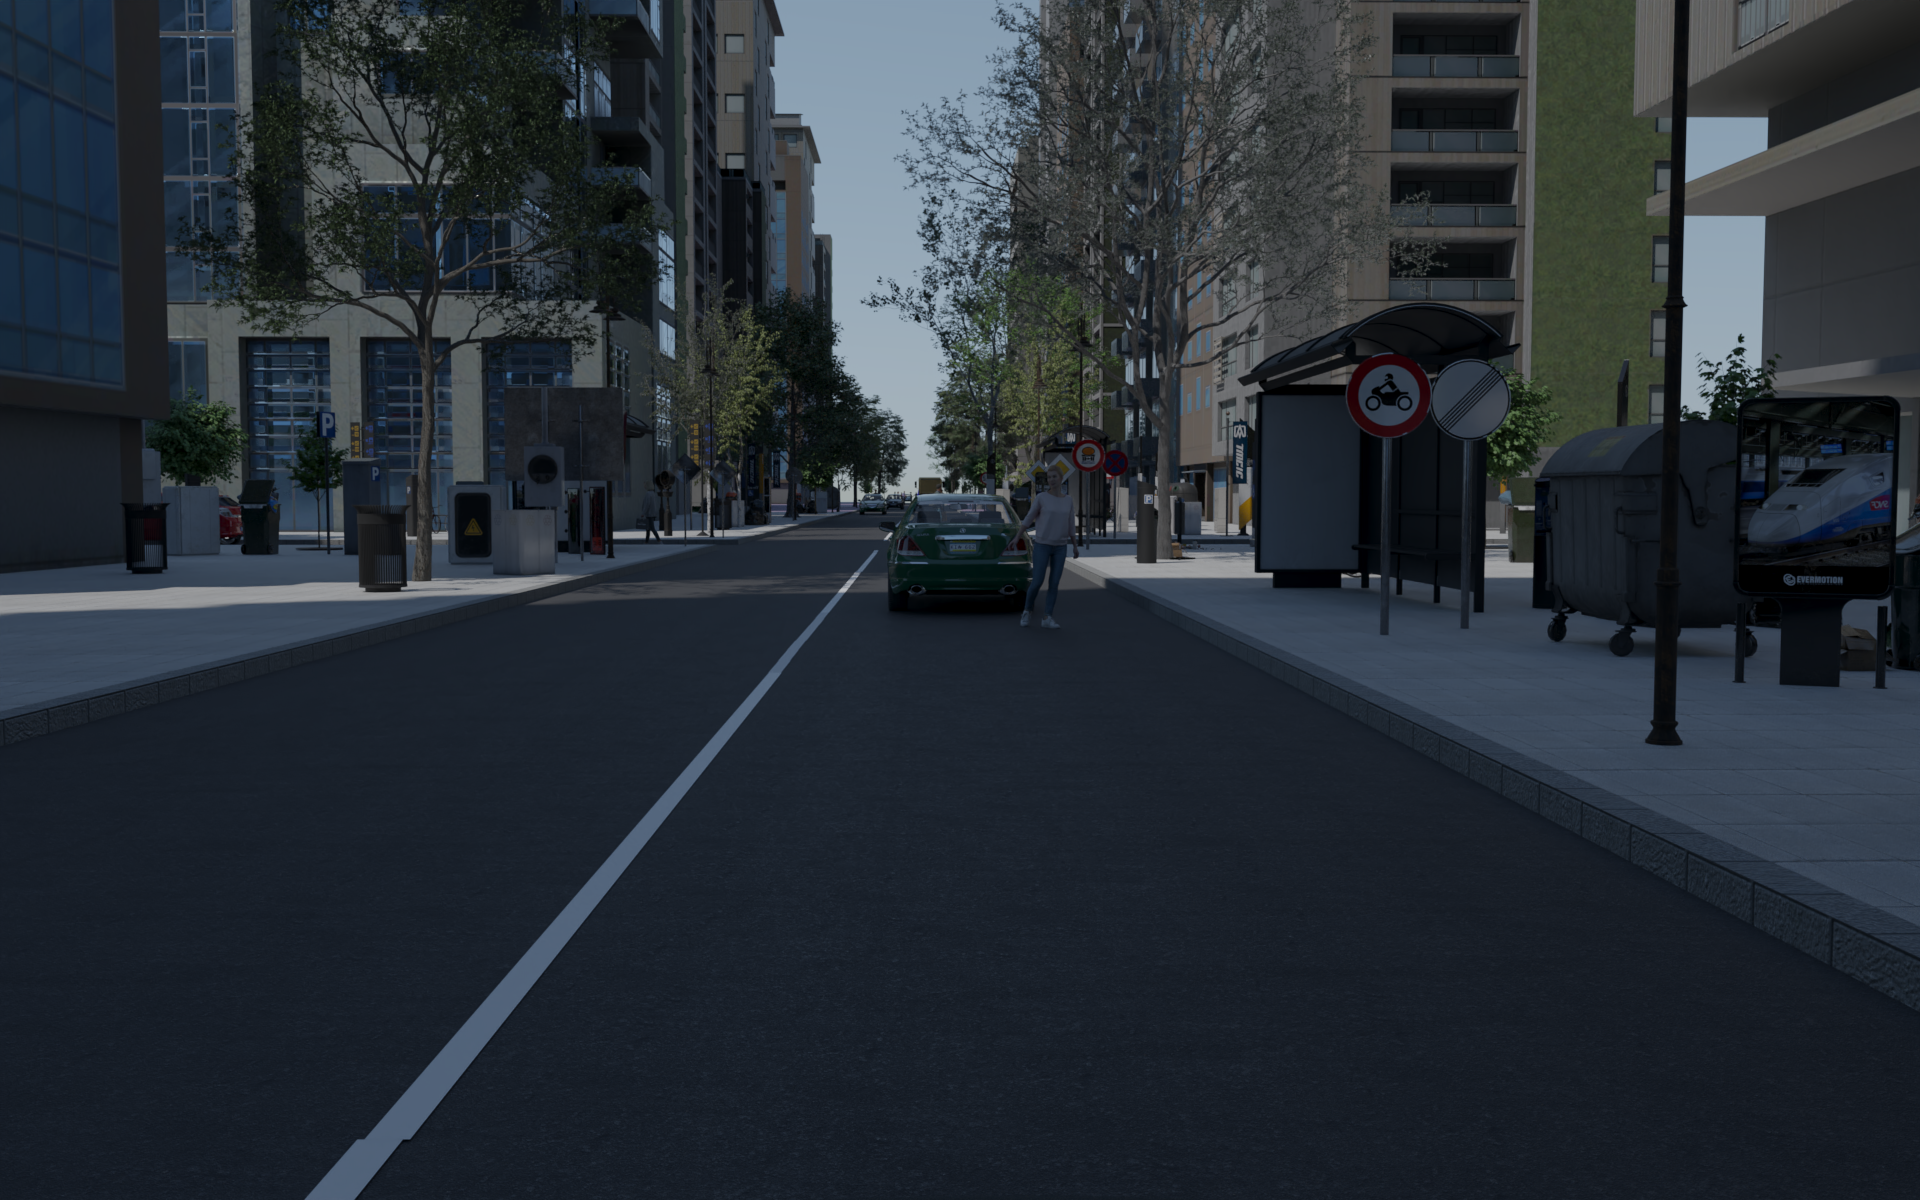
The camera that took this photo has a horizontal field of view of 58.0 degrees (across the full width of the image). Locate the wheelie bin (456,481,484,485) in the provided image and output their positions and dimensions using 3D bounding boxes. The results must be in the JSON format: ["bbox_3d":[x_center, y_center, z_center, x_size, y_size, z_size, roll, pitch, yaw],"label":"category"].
[{"bbox_3d":[-11.924,-2.089,42.060,0.980,1.594,0.693,-1,4,-15],"label":"wheelie bin"}]

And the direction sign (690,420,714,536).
[{"bbox_3d":[-7.884,-3.729,52.967,0.876,3.537,0.379,2,4,26],"label":"direction sign"}]

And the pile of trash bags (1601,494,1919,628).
[{"bbox_3d":[8.157,-0.449,17.087,3.447,1.369,1.912,1,4,15],"label":"pile of trash bags"}]

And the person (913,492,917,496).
[{"bbox_3d":[-7.005,-16.268,275.205,1.217,1.736,0.721,-1,4,-20],"label":"person"}]

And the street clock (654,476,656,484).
[{"bbox_3d":[-10.460,-3.435,60.733,0.471,2.002,0.358,-1,4,-19],"label":"street clock"}]

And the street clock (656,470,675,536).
[{"bbox_3d":[-8.878,-2.941,52.654,0.471,2.002,0.358,3,5,43],"label":"street clock"}]

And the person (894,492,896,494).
[{"bbox_3d":[-9.958,-15.752,266.048,0.705,1.824,1.348,2,4,28],"label":"person"}]

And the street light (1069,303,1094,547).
[{"bbox_3d":[2.942,-4.242,42.138,0.468,5.910,1.993,0,4,-1],"label":"street light"}]

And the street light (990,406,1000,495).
[{"bbox_3d":[1.856,-7.245,91.242,0.468,5.910,1.993,0,4,-1],"label":"street light"}]

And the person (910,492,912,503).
[{"bbox_3d":[-6.437,-13.533,230.587,0.721,1.723,1.217,0,4,-4],"label":"person"}]

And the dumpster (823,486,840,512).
[{"bbox_3d":[-9.177,-7.175,123.077,1.264,1.857,1.865,0,4,-1],"label":"dumpster"}]

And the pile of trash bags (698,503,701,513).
[{"bbox_3d":[-15.709,-6.388,114.199,3.447,1.369,1.912,3,5,45],"label":"pile of trash bags"}]

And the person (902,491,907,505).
[{"bbox_3d":[-7.206,-13.286,225.597,0.709,1.838,0.599,-3,5,-45],"label":"person"}]

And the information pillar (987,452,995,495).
[{"bbox_3d":[1.705,-6.309,94.499,0.504,3.616,0.183,0,4,-4],"label":"information pillar"}]

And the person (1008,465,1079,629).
[{"bbox_3d":[0.844,-0.575,18.570,0.731,1.740,0.598,-2,4,-28],"label":"person"}]

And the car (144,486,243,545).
[{"bbox_3d":[-21.286,-2.269,46.131,4.494,1.783,2.155,0,4,-1],"label":"car"}]

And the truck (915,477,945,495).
[{"bbox_3d":[-3.399,-12.250,196.210,3.469,3.379,9.791,0,4,-2],"label":"truck"}]

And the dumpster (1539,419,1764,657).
[{"bbox_3d":[5.711,-0.523,14.308,1.264,1.857,1.865,0,4,-1],"label":"dumpster"}]

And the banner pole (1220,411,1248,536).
[{"bbox_3d":[8.309,-3.816,52.404,0.863,3.779,0.401,2,4,29],"label":"banner pole"}]

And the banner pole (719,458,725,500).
[{"bbox_3d":[-14.678,-7.130,106.593,0.401,3.779,0.863,-3,5,-41],"label":"banner pole"}]

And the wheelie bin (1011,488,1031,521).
[{"bbox_3d":[2.986,-4.656,84.031,0.980,1.594,0.693,0,4,7],"label":"wheelie bin"}]

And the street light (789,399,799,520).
[{"bbox_3d":[-8.059,-6.837,84.569,0.468,5.910,1.993,0,4,-1],"label":"street light"}]

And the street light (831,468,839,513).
[{"bbox_3d":[-8.759,-8.932,118.821,0.468,5.910,1.993,0,4,-1],"label":"street light"}]

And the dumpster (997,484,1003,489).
[{"bbox_3d":[2.872,-7.411,123.671,1.502,2.255,1.985,0,4,-1],"label":"dumpster"}]

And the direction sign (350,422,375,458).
[{"bbox_3d":[-18.794,-3.825,54.537,0.876,3.537,0.379,1,4,19],"label":"direction sign"}]

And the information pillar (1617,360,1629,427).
[{"bbox_3d":[11.496,-2.370,30.102,0.183,3.616,0.504,2,4,33],"label":"information pillar"}]

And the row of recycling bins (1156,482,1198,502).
[{"bbox_3d":[7.819,-3.372,62.240,1.069,1.692,3.534,0,4,-5],"label":"row of recycling bins"}]

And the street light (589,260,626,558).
[{"bbox_3d":[-6.983,-3.771,34.449,0.468,5.910,1.993,0,4,-1],"label":"street light"}]

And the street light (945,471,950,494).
[{"bbox_3d":[-2.241,-19.057,284.373,0.468,5.910,1.993,0,4,-1],"label":"street light"}]

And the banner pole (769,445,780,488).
[{"bbox_3d":[-9.412,-5.975,87.712,0.863,3.779,0.401,2,4,32],"label":"banner pole"}]

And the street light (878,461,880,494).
[{"bbox_3d":[-11.353,-16.588,244.005,0.468,5.910,1.993,0,4,-1],"label":"street light"}]

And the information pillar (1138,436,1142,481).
[{"bbox_3d":[7.239,-4.789,69.656,0.183,3.616,0.504,0,4,-4],"label":"information pillar"}]

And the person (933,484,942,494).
[{"bbox_3d":[-0.845,-3.619,67.650,0.713,1.824,0.794,1,4,14],"label":"person"}]

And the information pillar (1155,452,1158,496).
[{"bbox_3d":[9.604,-5.599,82.900,0.504,3.616,0.183,1,4,18],"label":"information pillar"}]

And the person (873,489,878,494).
[{"bbox_3d":[-6.668,-7.876,137.415,1.348,1.807,0.705,-1,4,-20],"label":"person"}]

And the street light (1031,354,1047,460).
[{"bbox_3d":[2.601,-5.166,57.259,0.468,5.910,1.993,0,4,-1],"label":"street light"}]

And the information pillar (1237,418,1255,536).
[{"bbox_3d":[8.819,-3.791,53.344,0.504,3.616,0.183,0,4,-3],"label":"information pillar"}]

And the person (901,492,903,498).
[{"bbox_3d":[-9.150,-16.123,272.919,0.445,1.727,0.742,-1,4,-13],"label":"person"}]

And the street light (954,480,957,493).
[{"bbox_3d":[-0.707,-14.893,216.280,0.468,5.910,1.993,0,4,-1],"label":"street light"}]

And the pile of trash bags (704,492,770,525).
[{"bbox_3d":[-9.006,-3.754,71.134,1.912,1.369,3.447,0,4,7],"label":"pile of trash bags"}]

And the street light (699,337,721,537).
[{"bbox_3d":[-7.351,-4.794,51.163,0.468,5.910,1.993,0,4,-1],"label":"street light"}]

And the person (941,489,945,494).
[{"bbox_3d":[-1.424,-7.828,136.505,1.348,1.821,0.705,0,4,-2],"label":"person"}]

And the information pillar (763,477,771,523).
[{"bbox_3d":[-8.504,-4.403,76.474,0.304,2.012,0.304,0,4,5],"label":"information pillar"}]

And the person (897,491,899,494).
[{"bbox_3d":[-7.563,-12.653,215.904,0.750,1.759,0.617,0,4,5],"label":"person"}]

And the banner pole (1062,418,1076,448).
[{"bbox_3d":[3.544,-4.084,56.793,0.401,3.779,0.863,-3,4,-36],"label":"banner pole"}]

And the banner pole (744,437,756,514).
[{"bbox_3d":[-9.167,-5.226,75.464,0.863,3.779,0.401,3,5,41],"label":"banner pole"}]

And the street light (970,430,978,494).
[{"bbox_3d":[1.121,-9.330,125.333,0.468,5.910,1.993,0,4,-1],"label":"street light"}]

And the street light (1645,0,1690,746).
[{"bbox_3d":[3.621,-2.198,8.731,0.468,5.910,1.993,0,4,-1],"label":"street light"}]

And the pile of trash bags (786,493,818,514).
[{"bbox_3d":[-10.463,-6.362,113.778,1.912,1.369,3.447,-1,4,-13],"label":"pile of trash bags"}]

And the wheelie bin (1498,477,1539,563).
[{"bbox_3d":[10.590,-1.503,32.480,0.980,1.594,0.693,0,4,7],"label":"wheelie bin"}]

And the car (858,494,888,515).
[{"bbox_3d":[-6.084,-6.702,121.378,2.131,1.459,4.920,0,4,-1],"label":"car"}]

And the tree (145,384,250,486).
[{"bbox_3d":[-22.937,-4.160,51.734,4.285,4.588,4.351,0,3,0],"label":"tree"}]

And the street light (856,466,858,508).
[{"bbox_3d":[-9.605,-11.513,161.026,0.468,5.910,1.993,0,4,-1],"label":"street light"}]

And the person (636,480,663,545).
[{"bbox_3d":[-8.141,-2.246,45.403,0.728,1.800,0.709,1,4,10],"label":"person"}]

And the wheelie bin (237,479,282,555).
[{"bbox_3d":[-14.870,-1.766,36.774,0.980,1.594,0.693,0,4,6],"label":"wheelie bin"}]
